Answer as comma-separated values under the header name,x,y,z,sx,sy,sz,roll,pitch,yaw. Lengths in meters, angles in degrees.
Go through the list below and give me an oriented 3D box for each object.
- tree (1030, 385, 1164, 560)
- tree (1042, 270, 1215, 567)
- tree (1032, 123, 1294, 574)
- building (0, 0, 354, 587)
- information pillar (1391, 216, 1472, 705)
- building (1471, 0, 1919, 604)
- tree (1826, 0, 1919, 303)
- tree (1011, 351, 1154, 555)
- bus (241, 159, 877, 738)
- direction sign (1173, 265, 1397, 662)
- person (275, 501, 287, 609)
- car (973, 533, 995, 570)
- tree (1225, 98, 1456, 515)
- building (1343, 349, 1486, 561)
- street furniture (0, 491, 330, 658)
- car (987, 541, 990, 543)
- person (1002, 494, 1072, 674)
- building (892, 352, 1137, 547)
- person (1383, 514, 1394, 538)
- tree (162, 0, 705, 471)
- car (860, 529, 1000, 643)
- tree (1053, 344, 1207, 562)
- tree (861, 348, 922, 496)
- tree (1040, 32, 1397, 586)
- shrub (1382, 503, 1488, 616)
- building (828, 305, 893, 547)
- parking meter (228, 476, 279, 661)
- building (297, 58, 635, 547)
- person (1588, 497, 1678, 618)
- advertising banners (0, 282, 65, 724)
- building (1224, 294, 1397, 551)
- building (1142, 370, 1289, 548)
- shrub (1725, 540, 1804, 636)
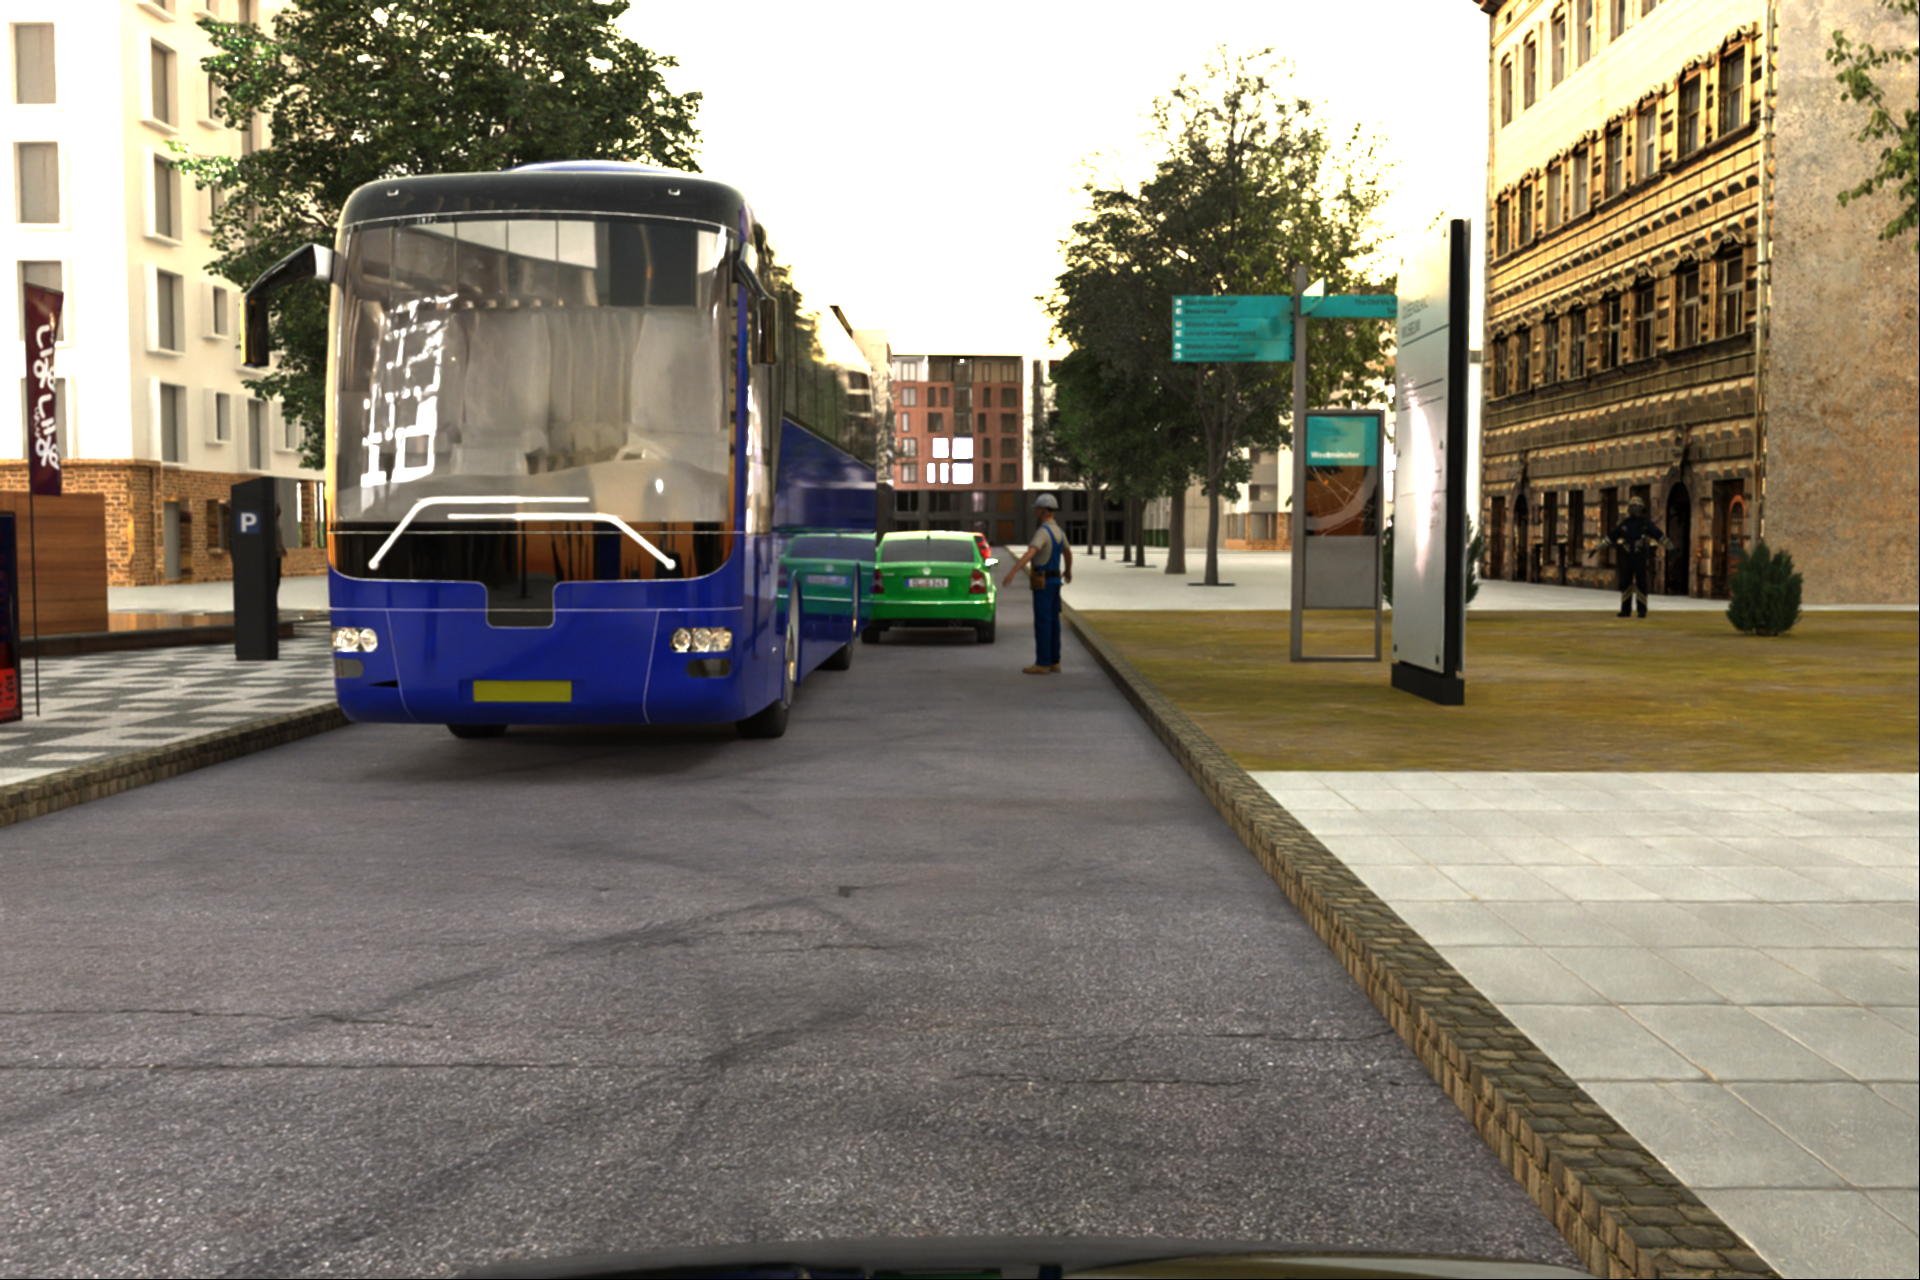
name,x,y,z,sx,sy,sz,roll,pitch,yaw
tree,7.334,-9.357,87.406,8.767,10.594,7.601,1,4,15
tree,7.151,-8.645,67.101,9.928,11.665,9.643,0,3,0
tree,6.969,-9.109,55.593,9.857,13.997,8.962,0,3,0
building,-25.000,-11.454,43.693,16.016,20.090,11.380,0,4,2
information pillar,3.705,-1.368,13.675,0.184,3.620,1.656,0,4,1
building,23.932,-12.771,39.732,19.493,23.208,18.063,0,4,1
tree,10.330,-4.056,16.674,4.737,8.622,4.395,0,3,0
tree,7.984,-11.893,104.824,12.009,13.543,11.850,0,3,0
bus,-2.368,-1.460,15.418,2.896,3.916,12.251,0,4,1
direction sign,3.378,-1.715,16.796,2.525,3.948,1.411,0,4,1
person,-10.928,-1.315,27.637,0.705,1.813,1.348,-1,4,-15
car,0.316,-3.681,69.223,2.155,1.783,4.494,0,4,1
tree,6.442,-4.898,30.444,4.737,8.622,4.395,0,3,0
building,24.731,-8.368,78.957,9.099,9.664,28.070,0,4,1
street furniture,-13.314,-0.796,19.868,9.812,1.723,11.010,1,4,20
car,0.772,-5.760,103.968,2.009,1.686,4.222,0,4,1
person,0.866,-0.584,17.863,0.705,1.847,1.347,2,4,32
building,4.001,-22.022,206.498,32.646,21.610,27.936,0,4,-5
person,9.927,-1.991,39.278,1.216,1.740,0.721,-2,4,-26
tree,-9.320,-7.710,32.718,9.857,13.997,8.962,0,3,0
car,-0.416,-0.935,24.081,1.959,1.807,4.718,0,4,0
tree,7.788,-9.353,78.680,9.928,11.665,9.643,0,3,0
tree,-7.780,-11.954,105.818,12.009,13.543,11.850,0,3,0
tree,6.366,-8.091,42.651,12.009,13.543,11.850,0,3,0
shrub,7.060,-1.347,26.064,1.661,2.075,1.752,0,3,0
building,-21.244,-19.988,170.775,27.936,21.610,32.646,0,4,0
parking meter,-7.166,-0.725,17.565,0.399,1.863,0.255,0,4,1
building,-23.879,-13.105,80.732,16.747,18.905,31.486,0,4,2
person,10.394,-1.279,26.699,1.354,1.856,0.705,3,5,41
advertising banners,-6.492,-0.942,11.588,0.090,3.025,2.074,0,4,1
building,27.147,-17.559,143.516,16.016,20.090,11.380,0,4,1
building,27.930,-18.812,174.027,16.747,18.905,31.486,0,4,1
shrub,10.156,-0.658,21.872,1.383,1.207,1.383,0,3,0
